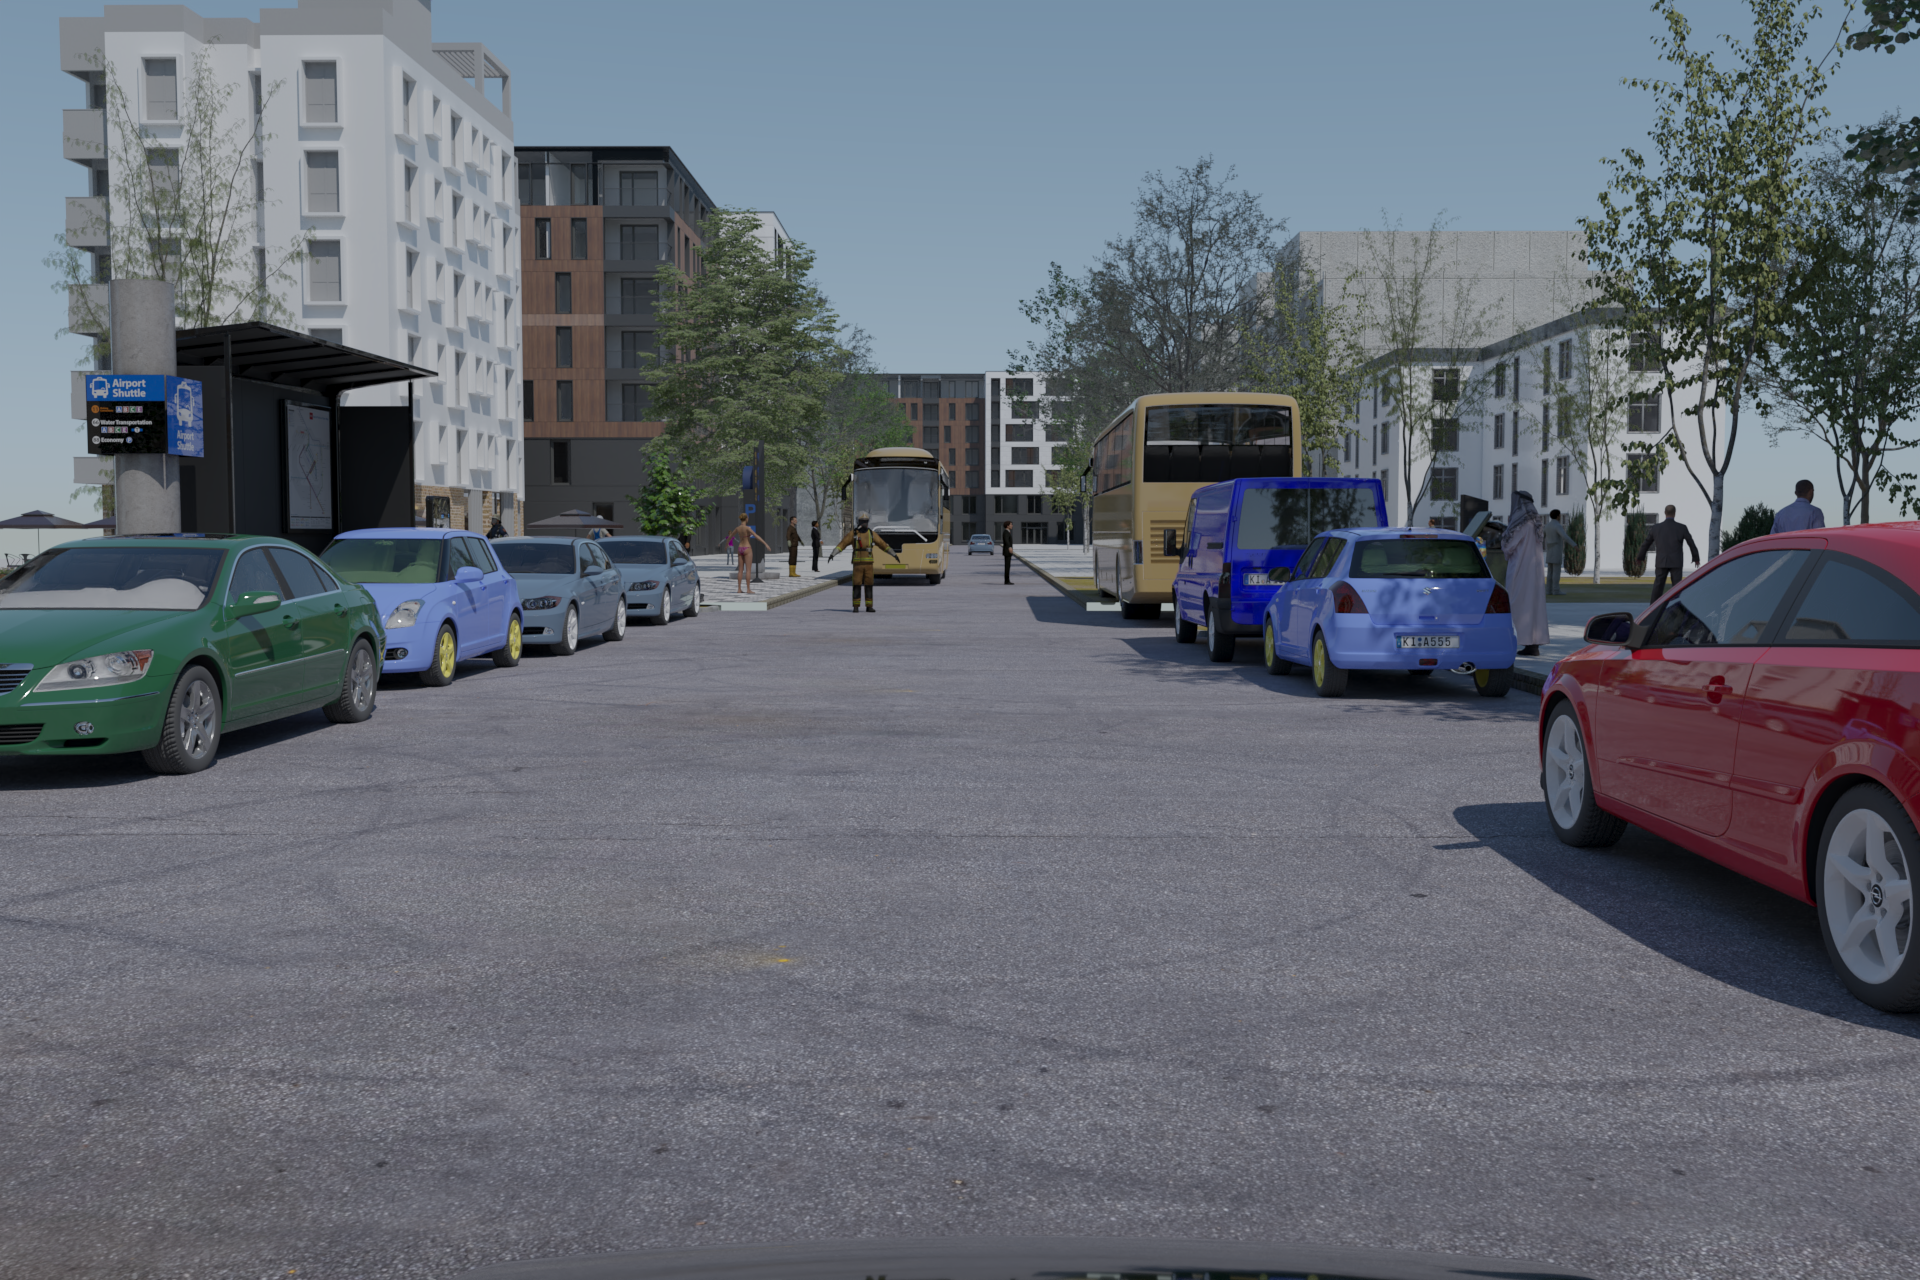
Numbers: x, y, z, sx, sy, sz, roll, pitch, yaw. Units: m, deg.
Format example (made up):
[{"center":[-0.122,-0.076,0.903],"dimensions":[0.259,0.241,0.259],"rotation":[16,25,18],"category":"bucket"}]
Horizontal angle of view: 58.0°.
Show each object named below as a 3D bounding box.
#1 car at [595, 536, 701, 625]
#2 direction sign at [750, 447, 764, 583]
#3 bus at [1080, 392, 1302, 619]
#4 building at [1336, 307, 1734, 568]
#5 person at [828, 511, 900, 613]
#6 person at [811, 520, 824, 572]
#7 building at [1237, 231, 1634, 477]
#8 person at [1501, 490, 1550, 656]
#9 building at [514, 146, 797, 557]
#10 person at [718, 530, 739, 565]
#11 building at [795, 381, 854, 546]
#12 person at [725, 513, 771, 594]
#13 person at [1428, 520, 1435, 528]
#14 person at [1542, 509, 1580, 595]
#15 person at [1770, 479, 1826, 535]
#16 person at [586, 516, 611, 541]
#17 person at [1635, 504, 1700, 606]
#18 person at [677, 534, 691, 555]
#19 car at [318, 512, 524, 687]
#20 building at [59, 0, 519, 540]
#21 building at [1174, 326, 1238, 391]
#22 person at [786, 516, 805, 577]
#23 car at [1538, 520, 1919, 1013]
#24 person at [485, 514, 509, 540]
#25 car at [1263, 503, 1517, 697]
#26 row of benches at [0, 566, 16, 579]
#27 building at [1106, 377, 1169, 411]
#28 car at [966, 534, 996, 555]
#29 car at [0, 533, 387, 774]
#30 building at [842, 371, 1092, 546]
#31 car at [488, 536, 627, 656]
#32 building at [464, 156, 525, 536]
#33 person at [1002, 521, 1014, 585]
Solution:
[{"center":[-5.429,-1.021,28.701],"dimensions":[2.014,1.417,4.499],"rotation":[0,4,1],"category":"car"},{"center":[-5.338,-3.270,45.469],"dimensions":[0.379,3.537,0.876],"rotation":[0,4,0],"category":"direction sign"},{"center":[3.964,-2.471,31.955],"dimensions":[2.896,3.916,12.252],"rotation":[0,4,1],"category":"bus"},{"center":[24.278,-8.327,78.295],"dimensions":[9.099,9.664,28.070],"rotation":[0,4,1],"category":"building"},{"center":[-1.768,-1.430,31.613],"dimensions":[1.354,1.858,0.705],"rotation":[-1,4,-16],"category":"person"},{"center":[-4.801,-3.163,58.442],"dimensions":[0.721,1.740,1.216],"rotation":[-1,4,-18],"category":"person"},{"center":[28.279,-14.884,109.804],"dimensions":[16.747,18.905,31.486],"rotation":[0,4,1],"category":"building"},{"center":[5.917,-0.707,18.276],"dimensions":[0.621,1.740,0.551],"rotation":[1,4,22],"category":"person"},{"center":[-25.710,-16.139,107.841],"dimensions":[27.936,21.610,32.646],"rotation":[0,4,0],"category":"building"},{"center":[-9.543,-3.832,71.927],"dimensions":[0.991,1.433,0.599],"rotation":[0,4,-8],"category":"person"},{"center":[-21.908,-22.316,195.799],"dimensions":[19.493,23.208,18.063],"rotation":[0,4,0],"category":"building"},{"center":[-4.612,-1.876,37.470],"dimensions":[1.217,1.733,0.721],"rotation":[2,4,30],"category":"person"},{"center":[16.683,-3.372,61.400],"dimensions":[0.705,1.796,1.348],"rotation":[3,4,36],"category":"person"},{"center":[12.556,-1.854,36.494],"dimensions":[0.705,1.806,1.347],"rotation":[-1,4,-16],"category":"person"},{"center":[8.705,-0.726,17.781],"dimensions":[0.599,1.838,0.709],"rotation":[-2,4,-32],"category":"person"},{"center":[-10.988,-2.879,52.920],"dimensions":[1.347,1.847,0.705],"rotation":[2,4,30],"category":"person"},{"center":[11.416,-1.304,27.916],"dimensions":[0.990,1.755,0.434],"rotation":[2,4,35],"category":"person"},{"center":[-7.562,-2.520,47.421],"dimensions":[0.704,1.802,1.346],"rotation":[-2,4,-24],"category":"person"},{"center":[-5.634,-0.477,17.391],"dimensions":[1.945,1.707,3.694],"rotation":[0,4,1],"category":"car"},{"center":[-23.170,-12.298,57.485],"dimensions":[16.016,20.090,11.380],"rotation":[0,4,1],"category":"building"},{"center":[28.724,-17.589,154.043],"dimensions":[16.747,18.905,31.486],"rotation":[0,4,1],"category":"building"},{"center":[-4.934,-2.776,51.518],"dimensions":[0.704,1.812,1.346],"rotation":[1,4,13],"category":"person"},{"center":[3.643,0.146,6.654],"dimensions":[2.155,1.783,4.494],"rotation":[0,4,1],"category":"car"},{"center":[-13.350,-2.692,49.792],"dimensions":[1.354,1.856,0.705],"rotation":[3,4,36],"category":"person"},{"center":[3.980,-0.425,16.539],"dimensions":[1.945,1.707,3.694],"rotation":[0,4,0],"category":"car"},{"center":[-17.883,-1.065,32.874],"dimensions":[1.422,0.672,4.104],"rotation":[0,4,1],"category":"row of benches"},{"center":[25.925,-20.600,203.268],"dimensions":[16.747,18.905,31.486],"rotation":[0,4,1],"category":"building"},{"center":[1.423,-6.450,117.464],"dimensions":[2.014,1.417,4.499],"rotation":[0,4,1],"category":"car"},{"center":[-5.459,-0.003,11.843],"dimensions":[2.131,1.459,4.920],"rotation":[0,4,0],"category":"car"},{"center":[0.848,-23.410,229.182],"dimensions":[32.646,21.610,27.936],"rotation":[0,4,-1],"category":"building"},{"center":[-5.408,-0.608,21.941],"dimensions":[2.014,1.417,4.499],"rotation":[0,4,1],"category":"car"},{"center":[-26.988,-13.296,73.810],"dimensions":[16.016,20.090,11.380],"rotation":[0,4,1],"category":"building"},{"center":[1.379,-2.466,48.960],"dimensions":[0.705,1.806,1.347],"rotation":[0,4,2],"category":"person"}]
